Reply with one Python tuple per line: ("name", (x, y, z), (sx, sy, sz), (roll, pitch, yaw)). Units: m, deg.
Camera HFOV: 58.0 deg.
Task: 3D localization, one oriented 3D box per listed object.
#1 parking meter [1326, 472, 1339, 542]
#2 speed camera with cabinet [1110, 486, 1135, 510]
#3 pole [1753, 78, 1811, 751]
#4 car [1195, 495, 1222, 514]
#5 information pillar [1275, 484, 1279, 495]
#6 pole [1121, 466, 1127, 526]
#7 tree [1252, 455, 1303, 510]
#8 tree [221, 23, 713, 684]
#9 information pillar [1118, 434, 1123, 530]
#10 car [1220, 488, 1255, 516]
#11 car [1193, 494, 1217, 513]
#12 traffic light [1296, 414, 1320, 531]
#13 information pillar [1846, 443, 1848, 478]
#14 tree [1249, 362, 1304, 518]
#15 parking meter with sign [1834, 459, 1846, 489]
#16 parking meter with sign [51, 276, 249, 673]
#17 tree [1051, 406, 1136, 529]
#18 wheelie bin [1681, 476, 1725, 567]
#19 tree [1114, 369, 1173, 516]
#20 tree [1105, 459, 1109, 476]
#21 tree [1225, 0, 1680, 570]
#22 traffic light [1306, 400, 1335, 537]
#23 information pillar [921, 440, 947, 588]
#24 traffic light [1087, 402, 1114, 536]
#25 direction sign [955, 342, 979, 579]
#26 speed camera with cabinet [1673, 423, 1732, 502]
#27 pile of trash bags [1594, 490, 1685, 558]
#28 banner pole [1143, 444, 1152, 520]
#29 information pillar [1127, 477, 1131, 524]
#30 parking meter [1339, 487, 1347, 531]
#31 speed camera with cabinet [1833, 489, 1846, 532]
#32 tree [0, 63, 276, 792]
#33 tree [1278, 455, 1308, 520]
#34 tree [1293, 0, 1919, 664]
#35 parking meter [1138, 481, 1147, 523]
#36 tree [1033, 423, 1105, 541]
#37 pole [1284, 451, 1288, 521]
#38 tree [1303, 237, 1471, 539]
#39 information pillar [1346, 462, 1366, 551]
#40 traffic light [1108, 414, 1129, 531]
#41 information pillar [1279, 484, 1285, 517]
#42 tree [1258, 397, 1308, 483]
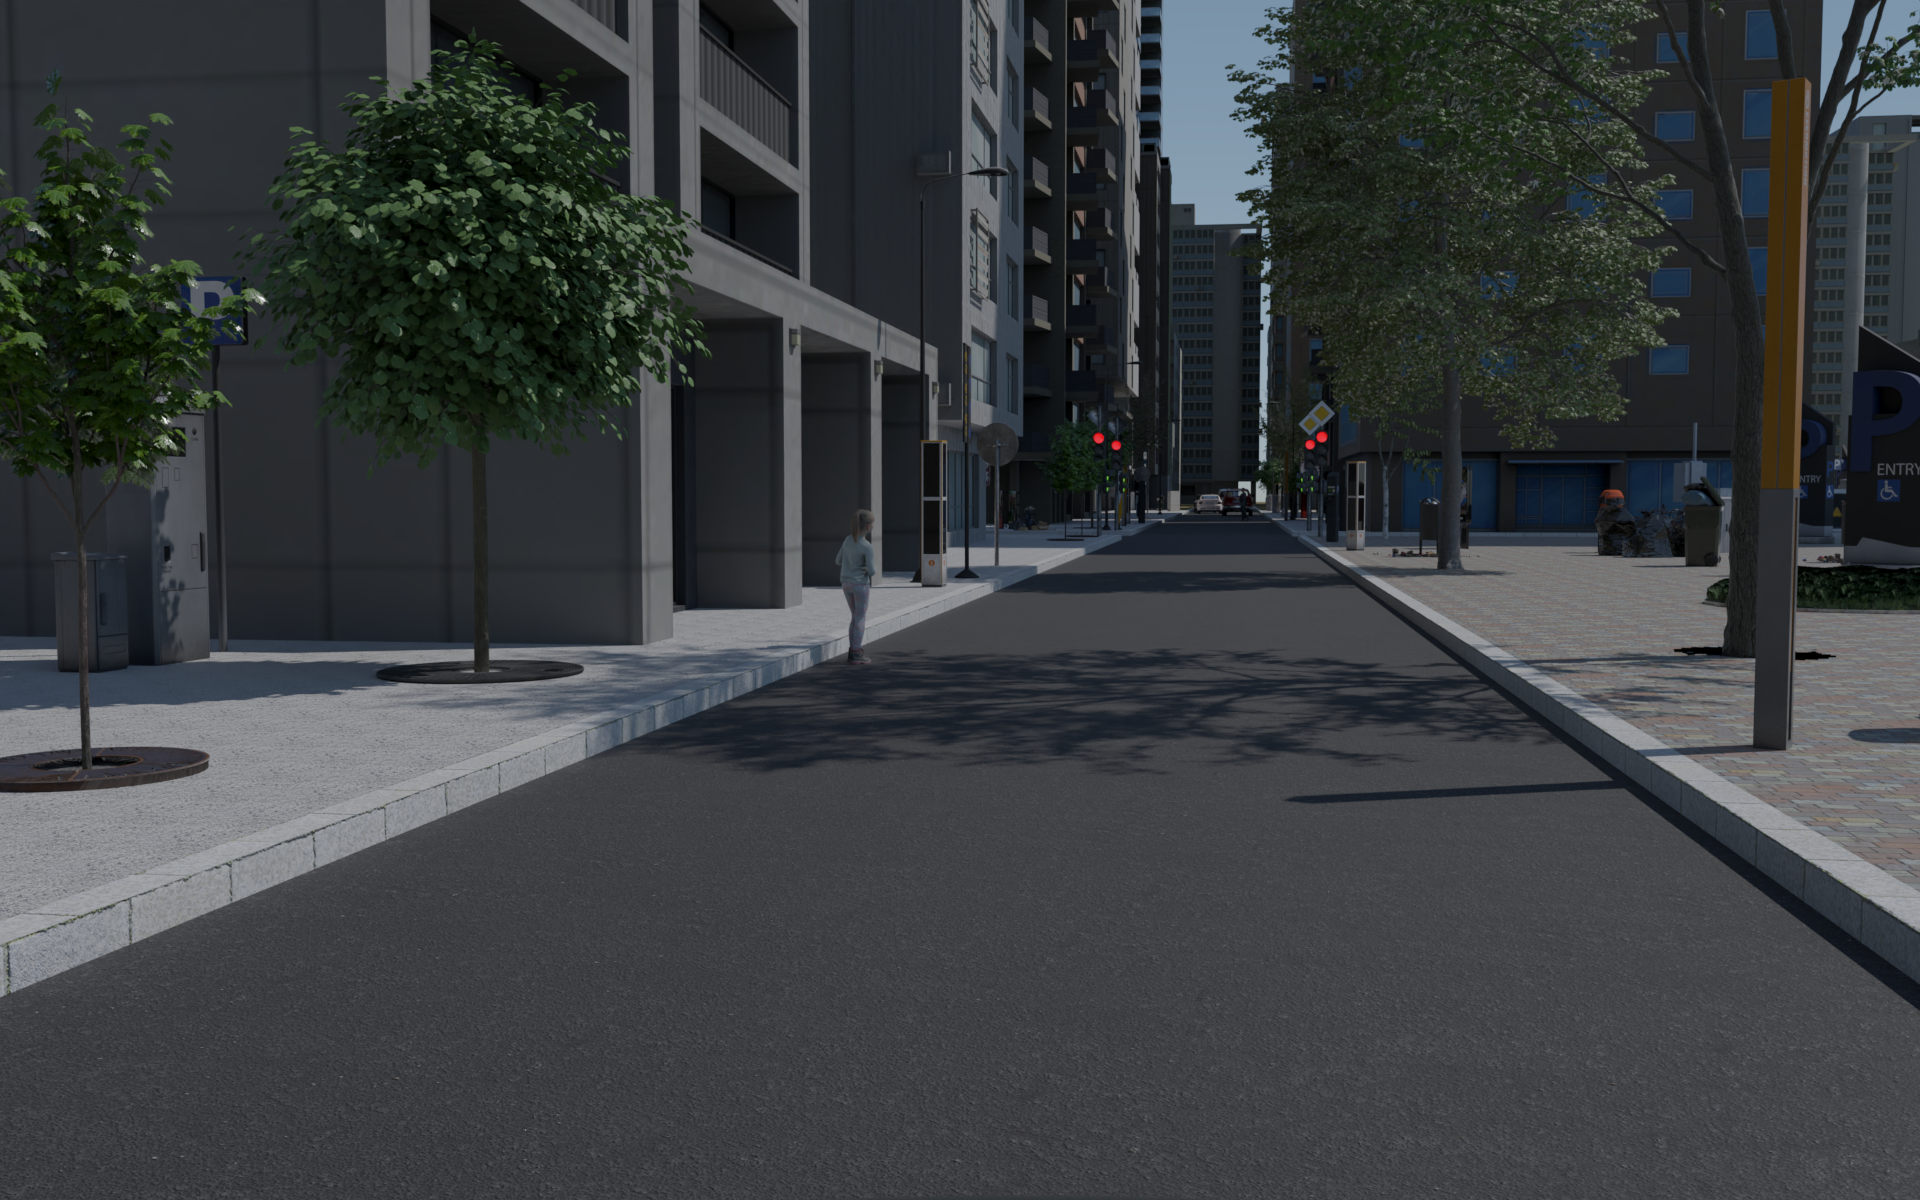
("parking meter", (9.962, -2.482, 46.291), (0.255, 1.863, 0.399), (2, 4, 26))
("speed camera with cabinet", (12.667, -8.664, 135.986), (2.038, 3.252, 0.660), (1, 4, 19))
("pole", (4.113, -0.907, 8.665), (0.158, 3.312, 0.155), (0, 3, 0))
("car", (18.148, -6.941, 125.845), (2.083, 1.381, 4.827), (0, 4, 8))
("information pillar", (22.585, -7.251, 123.038), (0.304, 2.012, 0.304), (3, 4, 38))
("pole", (6.552, -4.604, 69.118), (0.158, 3.312, 0.155), (0, 3, 0))
("tree", (25.596, -9.662, 141.692), (4.285, 4.588, 4.351), (0, 3, 0))
("tree", (-3.505, -1.745, 12.246), (4.285, 4.588, 4.351), (0, 3, 0))
("information pillar", (5.700, -4.317, 61.931), (0.183, 3.616, 0.504), (1, 4, 21))
("car", (18.403, -6.492, 114.821), (2.281, 1.827, 5.304), (1, 4, 10))
("car", (18.775, -7.493, 132.302), (2.009, 1.686, 4.222), (1, 4, 10))
("traffic light", (12.060, -4.339, 59.869), (0.839, 4.253, 0.868), (1, 4, 9))
("information pillar", (31.305, -4.240, 60.675), (0.183, 3.616, 0.504), (-2, 4, -26))
("tree", (18.209, -8.816, 94.496), (4.737, 8.622, 4.395), (0, 3, 0))
("parking meter with sign", (43.707, -5.443, 85.252), (0.543, 3.016, 1.738), (-1, 4, -16))
("parking meter with sign", (-6.144, -1.034, 13.173), (0.543, 3.016, 1.738), (1, 4, 11))
("tree", (5.014, -4.959, 64.793), (4.285, 4.588, 4.351), (0, 3, 0))
("wheelie bin", (13.197, -1.399, 30.787), (0.693, 1.594, 0.980), (2, 4, 28))
("tree", (10.613, -9.352, 103.271), (4.360, 8.622, 3.978), (0, 3, 0))
("tree", (3.694, -3.481, 51.513), (1.663, 3.219, 1.824), (0, 3, 0))
("tree", (7.990, -6.808, 29.435), (7.486, 12.596, 7.792), (0, 3, 0))
("traffic light", (10.815, -3.857, 51.981), (0.839, 4.253, 0.868), (1, 4, 9))
("information pillar", (-0.358, -1.185, 23.870), (0.304, 2.012, 0.304), (1, 4, 13))
("traffic light", (4.282, -3.919, 52.992), (0.839, 4.253, 0.868), (1, 4, 9))
("direction sign", (0.105, -2.103, 26.374), (0.379, 3.537, 0.876), (0, 4, 6))
("speed camera with cabinet", (21.046, -3.313, 48.501), (2.038, 3.252, 0.660), (-1, 4, -12))
("pile of trash bags", (14.293, -1.634, 36.469), (1.912, 1.369, 3.447), (0, 4, -4))
("banner pole", (9.248, -5.873, 86.047), (0.401, 3.779, 0.863), (2, 4, 27))
("information pillar", (7.195, -4.304, 74.868), (0.304, 2.012, 0.304), (1, 4, 23))
("parking meter", (13.277, -3.144, 59.811), (0.372, 1.533, 0.369), (0, 3, 0))
("speed camera with cabinet", (29.867, -3.885, 57.863), (2.038, 3.252, 0.660), (1, 4, 14))
("tree", (-4.076, -0.818, 7.974), (1.663, 3.219, 1.824), (0, 3, 0))
("tree", (16.496, -5.528, 84.984), (1.663, 3.219, 1.824), (0, 3, 0))
("tree", (6.358, -5.366, 13.492), (9.928, 11.665, 9.643), (0, 3, 0))
("parking meter", (7.947, -4.281, 75.704), (0.255, 1.863, 0.399), (0, 4, -5))
("tree", (2.926, -3.234, 47.471), (1.663, 3.219, 1.824), (0, 3, 0))
("pole", (15.523, -5.416, 82.391), (0.158, 3.312, 0.155), (0, 3, 0))
("tree", (12.050, -6.006, 48.555), (4.737, 8.622, 4.395), (0, 3, 0))
("information pillar", (8.975, -2.127, 39.267), (0.304, 2.012, 0.304), (-3, 5, -39))
("traffic light", (5.526, -4.401, 60.880), (0.839, 4.253, 0.868), (1, 4, 9))
("information pillar", (18.587, -5.787, 99.109), (0.304, 2.012, 0.304), (-1, 4, -11))
("tree", (24.377, -10.945, 129.305), (4.360, 8.622, 3.978), (0, 3, 0))
